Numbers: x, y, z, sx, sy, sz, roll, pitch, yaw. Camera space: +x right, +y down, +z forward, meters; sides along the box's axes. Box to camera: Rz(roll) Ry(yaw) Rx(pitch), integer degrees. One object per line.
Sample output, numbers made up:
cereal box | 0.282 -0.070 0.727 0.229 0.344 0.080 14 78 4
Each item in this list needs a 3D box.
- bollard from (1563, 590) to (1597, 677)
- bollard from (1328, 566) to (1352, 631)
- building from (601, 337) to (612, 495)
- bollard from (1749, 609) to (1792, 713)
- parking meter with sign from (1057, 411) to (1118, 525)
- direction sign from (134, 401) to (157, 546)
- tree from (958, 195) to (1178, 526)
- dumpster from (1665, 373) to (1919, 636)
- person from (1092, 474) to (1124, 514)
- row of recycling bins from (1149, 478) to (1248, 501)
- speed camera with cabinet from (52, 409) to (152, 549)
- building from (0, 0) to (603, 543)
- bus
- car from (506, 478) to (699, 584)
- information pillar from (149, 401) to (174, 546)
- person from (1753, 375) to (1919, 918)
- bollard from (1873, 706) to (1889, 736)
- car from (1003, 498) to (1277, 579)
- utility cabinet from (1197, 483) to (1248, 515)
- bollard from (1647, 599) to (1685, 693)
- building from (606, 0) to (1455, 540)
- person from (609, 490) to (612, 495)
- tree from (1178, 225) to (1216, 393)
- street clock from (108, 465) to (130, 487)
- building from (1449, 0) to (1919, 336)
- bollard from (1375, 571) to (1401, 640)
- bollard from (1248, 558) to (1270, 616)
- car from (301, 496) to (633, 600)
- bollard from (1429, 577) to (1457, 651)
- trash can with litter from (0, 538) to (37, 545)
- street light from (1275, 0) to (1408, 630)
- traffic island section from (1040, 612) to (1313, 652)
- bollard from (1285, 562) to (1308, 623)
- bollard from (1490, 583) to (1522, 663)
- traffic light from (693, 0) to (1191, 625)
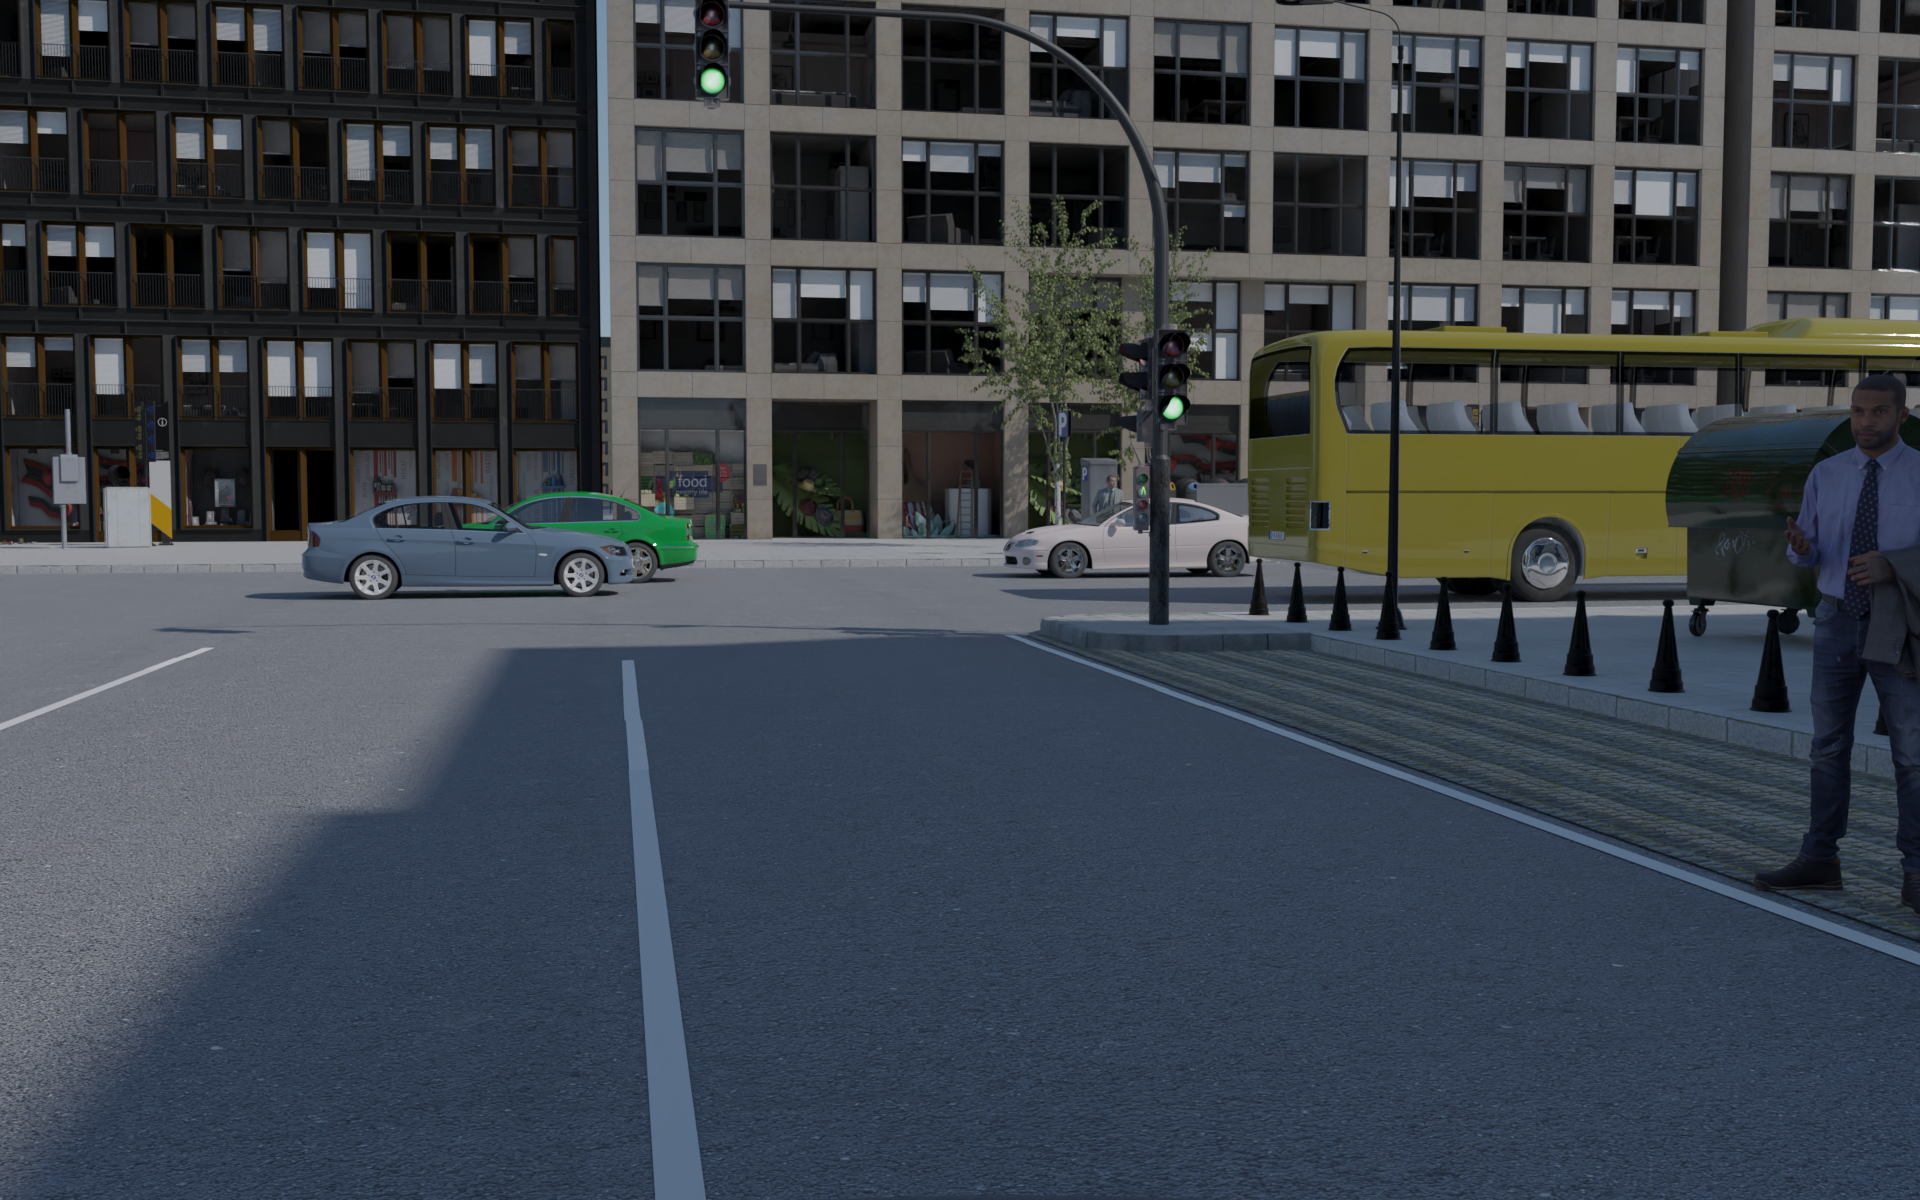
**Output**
bollard | 4.394 0.231 12.263 0.229 0.601 0.229 0 3 0
bollard | 3.583 -0.016 16.307 0.229 0.601 0.229 0 3 0
building | -52.836 -22.690 216.012 28.899 21.520 27.650 -1 4 -11
bollard | 4.803 0.355 10.245 0.229 0.601 0.229 0 3 0
parking meter with sign | 2.967 -2.472 36.682 1.738 3.016 0.543 -1 4 -20
direction sign | -19.948 -3.085 42.445 0.876 3.537 0.379 2 4 35
tree | 2.159 -5.595 41.840 4.737 8.622 4.395 0 3 0
dumpster | 7.293 -0.758 14.881 1.502 2.255 1.985 -1 4 -11
person | 2.890 -1.532 33.655 0.635 1.810 0.391 -1 4 -13
row of recycling bins | 6.238 -2.296 44.646 3.534 1.692 1.069 -2 4 -25
speed camera with cabinet | -20.341 -2.856 41.037 2.038 3.252 0.660 -2 4 -30
building | -18.957 -13.598 52.005 15.834 23.373 12.332 -1 4 -11
bus | 10.286 -2.012 24.436 12.252 3.916 2.896 -1 4 -11
car | -6.649 -1.192 28.284 4.718 1.807 1.959 -1 4 -9
information pillar | -19.906 -3.166 43.120 0.504 3.616 0.183 -2 4 -27
person | 3.079 0.149 5.936 0.599 1.838 0.709 -3 5 -44
bollard | 5.005 0.416 9.235 0.229 0.601 0.229 0 3 0
car | 3.148 -1.103 30.402 4.827 1.381 2.083 -1 4 -9
utility cabinet | 5.578 -1.698 36.438 1.173 1.500 0.318 1 4 13
bollard | 4.596 0.293 11.252 0.229 0.601 0.229 0 3 0
building | 5.178 -15.617 59.855 34.151 26.468 19.350 -1 4 -11
person | -25.299 -7.140 125.927 1.217 1.739 0.721 -1 4 -12
tree | 5.241 -5.972 48.003 4.737 8.622 4.395 0 3 0
street clock | -21.034 -2.373 43.363 0.358 2.002 0.471 2 4 30
building | 39.363 -16.023 66.486 34.151 26.468 19.350 -1 4 -11
bollard | 3.788 0.045 15.300 0.229 0.601 0.229 0 3 0
bollard | 3.172 -0.142 18.365 0.229 0.601 0.229 0 3 0
car | -6.903 -0.763 24.483 4.499 1.417 2.014 -1 4 -13
bollard | 3.990 0.107 14.292 0.229 0.601 0.229 0 3 0
trash can with litter | -24.442 -2.005 43.842 1.678 1.210 2.233 3 4 38
street light | 3.587 -2.672 16.236 1.470 5.913 1.316 -1 4 -11
traffic island section | 1.971 0.317 17.092 2.009 0.180 2.903 -1 4 -11
bollard | 3.376 -0.079 17.339 0.229 0.601 0.229 0 3 0
bollard | 4.191 0.169 13.275 0.229 0.601 0.229 0 3 0
traffic light | -0.104 -2.554 16.420 4.771 5.953 1.251 -1 4 -11
